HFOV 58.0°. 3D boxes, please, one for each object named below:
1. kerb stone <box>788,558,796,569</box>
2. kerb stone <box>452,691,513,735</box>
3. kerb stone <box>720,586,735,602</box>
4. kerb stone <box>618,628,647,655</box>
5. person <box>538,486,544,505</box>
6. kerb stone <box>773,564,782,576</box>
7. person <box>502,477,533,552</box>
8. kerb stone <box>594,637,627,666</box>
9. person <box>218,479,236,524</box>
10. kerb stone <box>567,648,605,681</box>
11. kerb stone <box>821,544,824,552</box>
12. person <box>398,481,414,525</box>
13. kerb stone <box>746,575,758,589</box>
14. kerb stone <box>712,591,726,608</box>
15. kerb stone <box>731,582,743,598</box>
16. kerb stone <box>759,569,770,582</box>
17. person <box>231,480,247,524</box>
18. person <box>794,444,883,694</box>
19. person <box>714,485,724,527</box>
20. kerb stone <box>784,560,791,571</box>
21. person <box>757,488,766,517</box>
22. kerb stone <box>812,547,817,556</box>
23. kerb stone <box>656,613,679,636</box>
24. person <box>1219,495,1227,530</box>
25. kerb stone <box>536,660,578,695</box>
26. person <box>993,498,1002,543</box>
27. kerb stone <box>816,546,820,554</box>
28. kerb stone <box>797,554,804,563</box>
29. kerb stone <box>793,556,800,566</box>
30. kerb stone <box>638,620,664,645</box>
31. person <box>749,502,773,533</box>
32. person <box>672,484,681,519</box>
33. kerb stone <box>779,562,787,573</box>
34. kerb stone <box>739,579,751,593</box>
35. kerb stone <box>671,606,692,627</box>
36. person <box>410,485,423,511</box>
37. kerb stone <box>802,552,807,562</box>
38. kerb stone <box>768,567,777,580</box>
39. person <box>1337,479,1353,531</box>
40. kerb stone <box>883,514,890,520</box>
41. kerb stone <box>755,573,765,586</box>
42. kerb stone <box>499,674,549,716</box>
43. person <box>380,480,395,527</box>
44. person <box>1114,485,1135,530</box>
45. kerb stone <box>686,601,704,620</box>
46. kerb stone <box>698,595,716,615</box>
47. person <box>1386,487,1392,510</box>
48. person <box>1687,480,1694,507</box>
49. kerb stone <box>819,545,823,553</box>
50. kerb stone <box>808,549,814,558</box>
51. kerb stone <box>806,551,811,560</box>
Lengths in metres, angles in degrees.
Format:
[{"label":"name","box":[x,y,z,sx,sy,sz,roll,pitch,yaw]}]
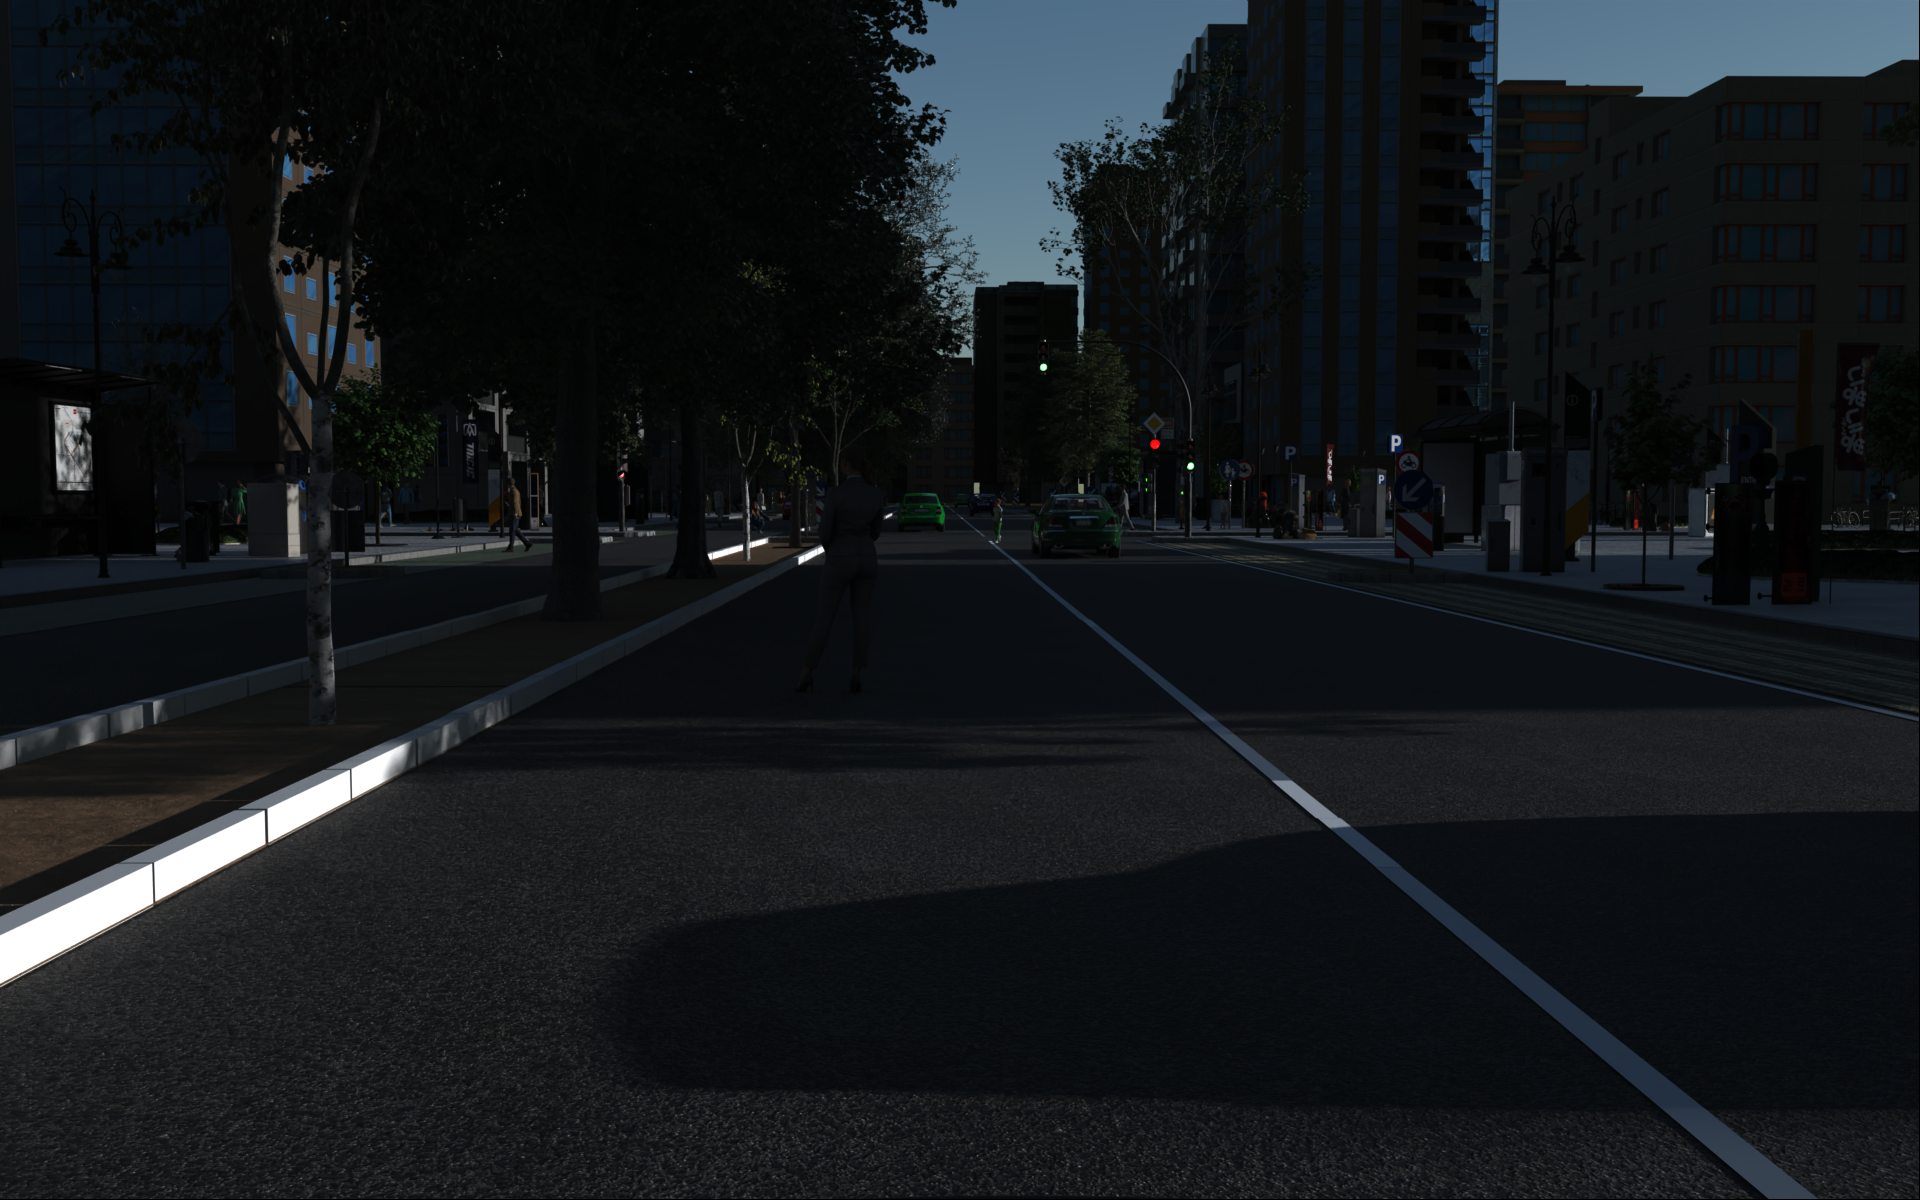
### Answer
[{"label":"kerb stone","box":[-3.294,-0.671,33.159,0.120,0.150,1.000,0,4,-1]},{"label":"kerb stone","box":[-2.942,0.708,10.628,0.120,0.150,1.000,0,4,-1]},{"label":"kerb stone","box":[-3.134,-0.044,22.919,0.120,0.150,1.000,0,4,-1]},{"label":"kerb stone","box":[-3.018,0.393,15.764,0.120,0.150,1.000,0,4,-1]},{"label":"person","box":[-24.988,-5.895,102.759,0.599,1.781,0.374,1,4,19]},{"label":"kerb stone","box":[-3.244,-0.482,30.083,0.120,0.150,1.000,0,4,-1]},{"label":"person","box":[-10.905,-2.085,42.497,0.836,1.842,0.656,-3,4,-38]},{"label":"kerb stone","box":[-3.007,0.456,14.733,0.120,0.150,1.000,0,4,-1]},{"label":"person","box":[-27.581,-3.604,64.939,0.822,1.834,0.622,0,4,-4]},{"label":"kerb stone","box":[-2.990,0.519,13.712,0.120,0.150,1.000,0,4,-1]},{"label":"kerb stone","box":[-3.438,-1.234,42.375,0.120,0.150,1.000,0,4,-1]},{"label":"person","box":[-23.322,-4.111,73.126,0.638,1.841,0.748,1,4,16]},{"label":"kerb stone","box":[-3.183,-0.232,25.986,0.120,0.150,1.000,0,4,-1]},{"label":"kerb stone","box":[-3.112,0.021,21.897,0.120,0.150,1.000,0,4,-1]},{"label":"kerb stone","box":[-3.147,-0.107,23.943,0.120,0.150,1.000,0,4,-1]},{"label":"kerb stone","box":[-3.219,-0.357,28.035,0.120,0.150,1.000,0,4,-1]},{"label":"person","box":[-25.530,-3.360,61.232,0.600,1.795,0.529,1,4,9]},{"label":"person","box":[-0.872,-0.229,12.511,0.573,1.790,0.520,3,5,42]},{"label":"person","box":[-10.353,-4.038,74.396,0.514,1.842,0.818,0,4,8]},{"label":"kerb stone","box":[-3.283,-0.608,32.130,0.120,0.150,1.000,0,4,-1]},{"label":"person","box":[-12.227,-5.932,105.842,0.694,1.780,0.624,3,5,39]},{"label":"kerb stone","box":[-3.394,-1.044,39.297,0.120,0.150,1.000,0,4,-1]},{"label":"kerb stone","box":[-3.049,0.268,17.809,0.120,0.150,1.000,0,4,-1]},{"label":"person","box":[9.503,-3.174,62.622,0.352,1.250,0.332,2,4,34]},{"label":"kerb stone","box":[-2.975,0.582,12.676,0.120,0.150,1.000,0,4,-1]},{"label":"person","box":[1.119,-2.338,50.968,0.306,1.304,0.590,1,4,20]},{"label":"kerb stone","box":[-3.410,-1.109,40.323,0.120,0.150,1.000,0,4,-1]},{"label":"kerb stone","box":[-3.326,-0.796,35.202,0.120,0.150,1.000,0,4,-1]},{"label":"kerb stone","box":[-3.310,-0.733,34.180,0.120,0.150,1.000,0,4,-1]},{"label":"kerb stone","box":[-3.036,0.331,16.787,0.120,0.150,1.000,0,4,-1]},{"label":"person","box":[-7.393,-3.041,63.712,1.012,1.151,0.738,-1,4,-21]},{"label":"person","box":[-14.555,-5.060,89.119,0.623,1.781,0.721,3,4,37]},{"label":"kerb stone","box":[-3.261,-0.545,31.108,0.120,0.150,1.000,0,4,-1]},{"label":"kerb stone","box":[-3.168,-0.169,24.964,0.120,0.150,1.000,0,4,-1]},{"label":"kerb stone","box":[-3.072,0.206,18.831,0.120,0.150,1.000,0,4,-1]},{"label":"person","box":[-28.443,-5.155,90.668,0.623,1.781,0.721,-2,4,-35]},{"label":"kerb stone","box":[-3.346,-0.854,36.224,0.120,0.150,1.000,0,4,-1]},{"label":"kerb stone","box":[-3.227,-0.413,29.061,0.120,0.150,1.000,0,4,-1]},{"label":"person","box":[13.523,-3.323,60.584,0.699,1.804,1.509,1,4,13]},{"label":"kerb stone","box":[-4.430,-5.033,104.481,0.120,0.150,1.000,0,4,-1]},{"label":"kerb stone","box":[-3.197,-0.289,27.008,0.120,0.150,1.000,0,4,-1]},{"label":"kerb stone","box":[-2.953,0.645,11.650,0.120,0.150,1.000,0,4,-1]},{"label":"person","box":[-22.284,-3.733,67.065,0.794,1.824,0.713,2,4,32]},{"label":"person","box":[6.209,-3.465,65.422,0.850,1.792,0.678,0,4,7]},{"label":"kerb stone","box":[-3.089,0.144,19.853,0.120,0.150,1.000,0,4,-1]},{"label":"kerb stone","box":[-3.098,0.081,20.875,0.120,0.150,1.000,0,4,-1]},{"label":"person","box":[26.491,-6.115,106.694,0.598,1.740,0.731,-1,4,-9]},{"label":"person","box":[26.794,-3.479,63.187,0.793,1.790,0.793,-2,4,-27]},{"label":"kerb stone","box":[-3.420,-1.170,41.349,0.120,0.150,1.000,0,4,-1]},{"label":"kerb stone","box":[-3.376,-0.983,38.275,0.120,0.150,1.000,0,4,-1]},{"label":"kerb stone","box":[-3.357,-0.916,37.254,0.120,0.150,1.000,0,4,-1]}]
